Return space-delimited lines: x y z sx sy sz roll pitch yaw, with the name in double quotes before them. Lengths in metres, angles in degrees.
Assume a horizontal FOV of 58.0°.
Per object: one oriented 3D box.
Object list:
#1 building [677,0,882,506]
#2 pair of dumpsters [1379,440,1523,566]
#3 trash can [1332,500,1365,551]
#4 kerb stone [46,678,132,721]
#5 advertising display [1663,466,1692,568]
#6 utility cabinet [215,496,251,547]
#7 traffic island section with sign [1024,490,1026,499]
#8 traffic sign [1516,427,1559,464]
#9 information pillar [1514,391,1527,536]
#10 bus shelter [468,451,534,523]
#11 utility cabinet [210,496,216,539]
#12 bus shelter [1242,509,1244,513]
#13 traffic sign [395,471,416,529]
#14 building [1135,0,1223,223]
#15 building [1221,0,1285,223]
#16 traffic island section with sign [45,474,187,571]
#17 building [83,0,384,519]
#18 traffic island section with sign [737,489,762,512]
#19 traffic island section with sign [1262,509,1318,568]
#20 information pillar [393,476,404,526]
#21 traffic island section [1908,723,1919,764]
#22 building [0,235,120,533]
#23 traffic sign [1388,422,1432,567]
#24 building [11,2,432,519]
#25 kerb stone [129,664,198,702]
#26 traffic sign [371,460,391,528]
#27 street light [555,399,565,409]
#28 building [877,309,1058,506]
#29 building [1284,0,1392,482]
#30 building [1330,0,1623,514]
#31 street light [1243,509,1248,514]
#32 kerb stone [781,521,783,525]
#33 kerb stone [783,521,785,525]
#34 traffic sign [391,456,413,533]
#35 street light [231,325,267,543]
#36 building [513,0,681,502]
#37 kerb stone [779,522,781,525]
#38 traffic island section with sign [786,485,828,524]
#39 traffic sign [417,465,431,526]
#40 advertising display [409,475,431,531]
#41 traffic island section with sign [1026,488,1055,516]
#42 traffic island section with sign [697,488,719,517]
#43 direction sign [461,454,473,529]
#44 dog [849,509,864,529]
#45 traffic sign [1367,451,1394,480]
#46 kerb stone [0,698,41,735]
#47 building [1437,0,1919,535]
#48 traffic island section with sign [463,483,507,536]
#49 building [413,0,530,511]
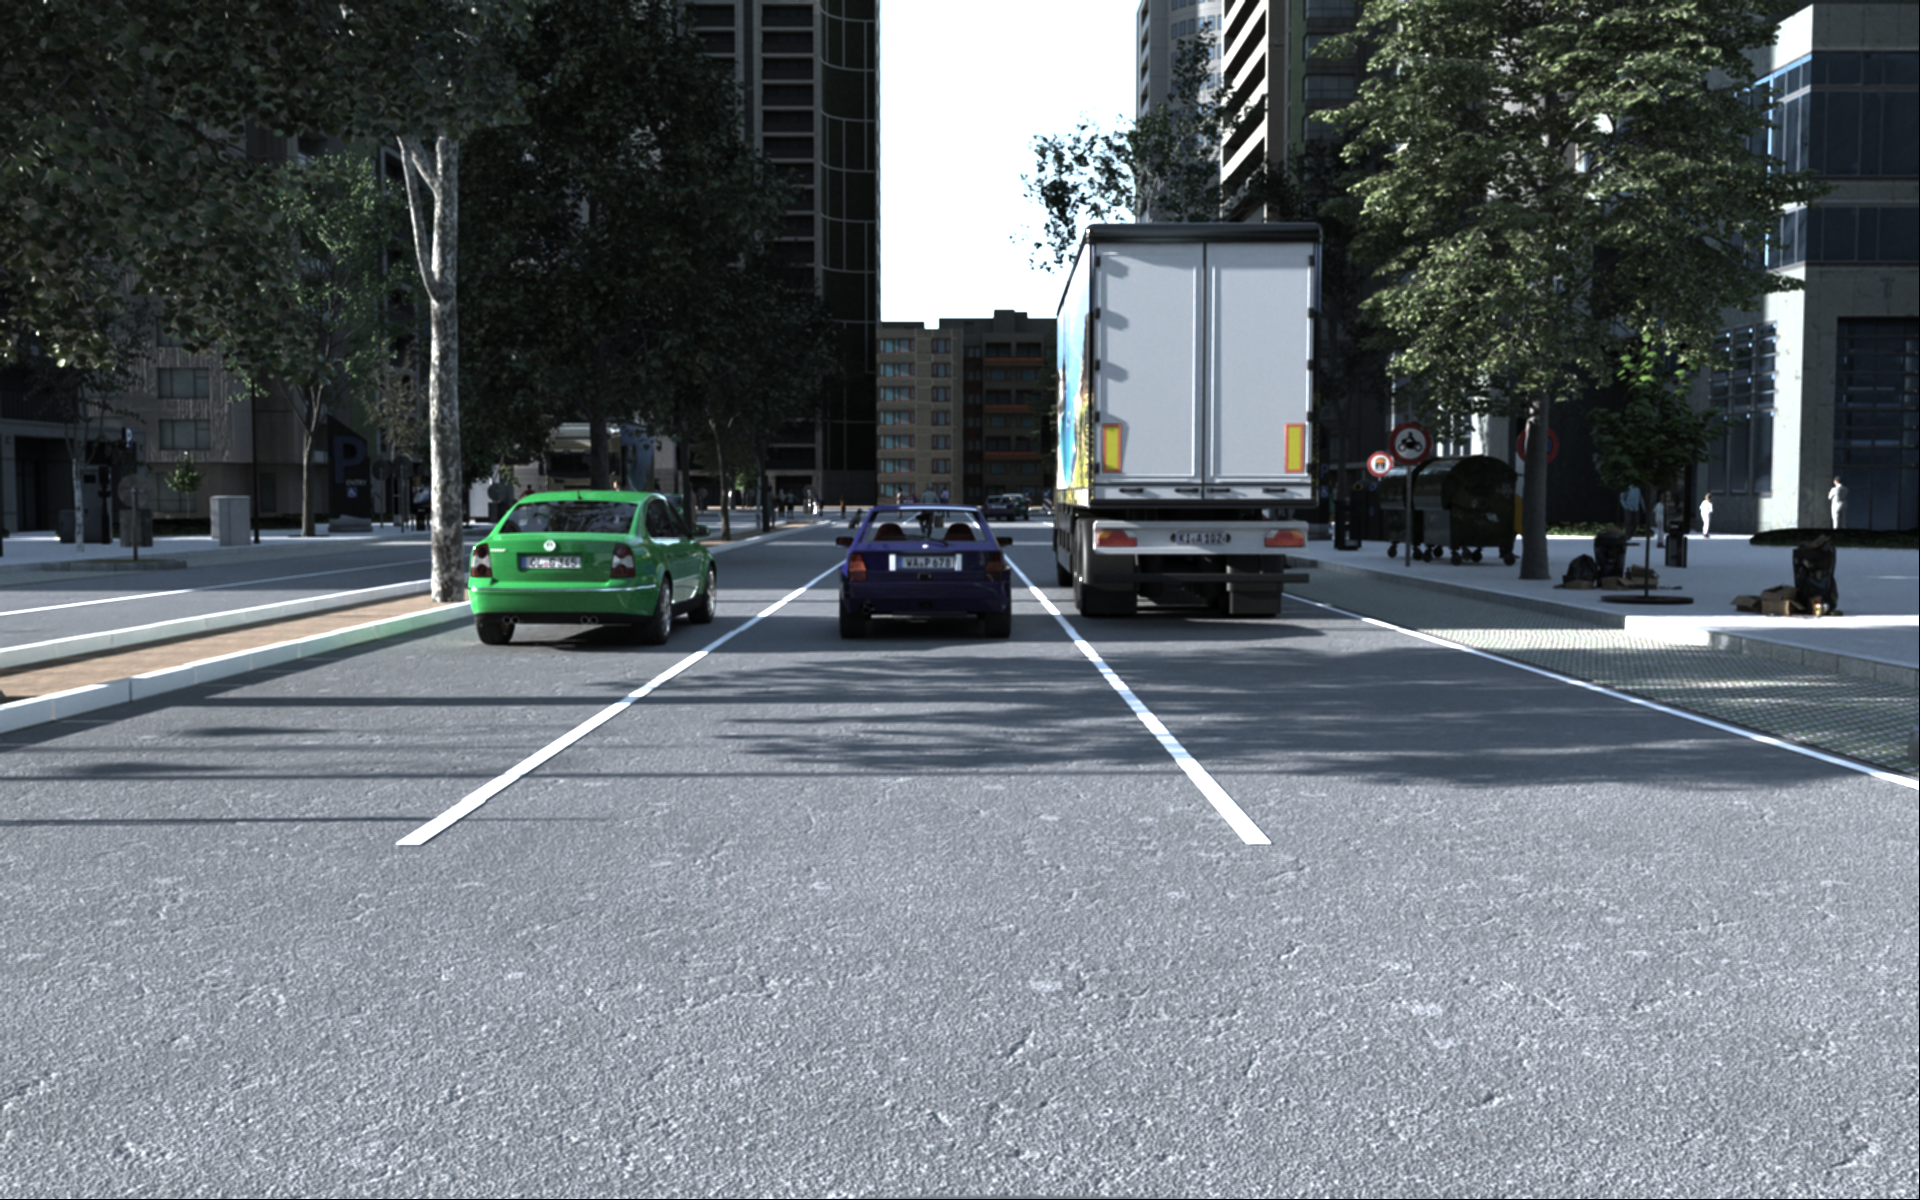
"building" -19.249 -45.939 189.352 20.611 71.187 20.563 0 4 0
"pair of dumpsters" 9.287 -1.863 32.946 1.574 2.255 4.437 0 4 0
"trash can" 8.862 -1.706 39.541 0.748 1.137 0.748 0 3 0
"kerb stone" -5.774 0.662 11.422 0.120 0.150 1.000 0 4 0
"advertising display" 12.616 -1.545 30.474 0.123 1.923 0.974 0 4 2
"utility cabinet" -17.943 -1.938 42.842 0.306 1.237 1.020 0 4 6
"traffic island section with sign" 5.260 -7.899 137.783 1.989 1.847 2.006 0 4 0
"traffic sign" 10.529 -1.930 31.658 0.768 2.556 0.104 0 4 4
"information pillar" 11.148 -2.604 33.926 0.504 3.616 0.183 2 4 26
"bus shelter" -21.145 -5.223 79.321 2.014 3.302 5.546 0 4 0
"utility cabinet" -20.845 -2.343 49.477 1.020 1.237 0.306 0 4 3
"bus shelter" 8.142 -3.975 56.271 1.731 3.624 6.357 0 4 0
"traffic sign" -20.400 -3.903 63.820 0.884 2.594 0.081 0 4 7
"building" 34.259 -39.709 191.234 28.212 58.520 21.231 0 4 0
"building" 32.431 -31.207 133.942 21.300 48.544 21.600 0 4 0
"traffic island section with sign" -15.896 -1.483 32.867 1.989 1.847 2.006 0 4 0
"building" -39.867 -24.907 90.827 14.154 41.232 14.086 0 4 0
"traffic island section with sign" -16.546 -7.860 137.145 1.989 1.847 2.006 0 4 0
"traffic island section with sign" 5.915 -1.572 34.335 1.989 1.847 2.006 0 4 0
"information pillar" -22.355 -3.942 68.944 0.304 2.012 0.304 1 4 18
"traffic island section" 6.070 0.849 8.396 2.009 0.180 2.903 0 4 0
"building" -41.177 -37.993 59.443 20.563 71.187 20.611 0 4 0
"traffic sign" 7.927 -1.864 30.583 0.768 2.556 0.104 0 4 2
"building" -43.549 -40.947 107.739 20.563 71.187 20.611 0 4 0
"kerb stone" -5.776 0.602 12.444 0.120 0.150 1.000 0 4 0
"traffic sign" -21.674 -3.960 64.846 0.768 2.556 0.104 0 4 8
"street light" -18.569 -6.591 80.554 0.468 5.910 1.993 0 4 0
"building" 5.688 -21.392 194.804 28.899 21.520 27.650 0 4 0
"building" 28.755 -26.467 116.332 14.154 41.232 14.086 0 4 0
"building" 37.729 -24.773 96.923 32.217 40.220 23.993 0 4 0
"street light" 7.825 -4.559 47.325 0.468 5.910 1.993 0 4 0
"kerb stone" -8.297 -3.477 79.081 0.120 0.150 1.000 0 4 0
"kerb stone" -8.308 -3.542 80.103 0.120 0.150 1.000 0 4 0
"traffic sign" -18.470 -3.500 57.325 0.768 2.556 0.104 1 4 9
"street light" -18.290 -4.408 44.866 0.468 5.910 1.993 0 4 0
"building" -44.058 -39.639 190.100 28.212 58.520 21.231 0 4 0
"kerb stone" -8.296 -3.414 78.058 0.120 0.150 1.000 0 4 0
"traffic island section with sign" -7.265 -4.586 83.113 2.006 1.907 1.989 0 4 0
"traffic sign" -21.579 -4.281 70.094 0.768 2.556 0.104 0 4 3
"advertising display" -18.845 -3.380 60.478 0.123 1.923 0.974 1 4 22
"traffic island section with sign" 5.434 -6.251 110.829 1.989 1.847 2.006 0 4 0
"traffic island section with sign" -16.388 -6.212 110.190 1.989 1.847 2.006 0 4 0
"direction sign" -18.164 -4.389 63.765 0.379 3.537 0.876 -3 4 -36
"dog" -4.384 -3.344 71.516 0.513 0.831 0.800 -3 5 -41
"traffic sign" 12.504 -3.149 51.593 0.768 2.556 0.104 1 4 9
"kerb stone" -5.771 0.722 10.393 0.120 0.150 1.000 0 4 0
"building" 33.853 -45.963 64.174 22.319 86.520 31.000 0 4 0
"traffic island section with sign" -16.074 -3.131 59.822 1.989 1.847 2.006 0 4 0
"building" -49.453 -31.330 131.851 30.456 49.044 23.786 0 4 0
